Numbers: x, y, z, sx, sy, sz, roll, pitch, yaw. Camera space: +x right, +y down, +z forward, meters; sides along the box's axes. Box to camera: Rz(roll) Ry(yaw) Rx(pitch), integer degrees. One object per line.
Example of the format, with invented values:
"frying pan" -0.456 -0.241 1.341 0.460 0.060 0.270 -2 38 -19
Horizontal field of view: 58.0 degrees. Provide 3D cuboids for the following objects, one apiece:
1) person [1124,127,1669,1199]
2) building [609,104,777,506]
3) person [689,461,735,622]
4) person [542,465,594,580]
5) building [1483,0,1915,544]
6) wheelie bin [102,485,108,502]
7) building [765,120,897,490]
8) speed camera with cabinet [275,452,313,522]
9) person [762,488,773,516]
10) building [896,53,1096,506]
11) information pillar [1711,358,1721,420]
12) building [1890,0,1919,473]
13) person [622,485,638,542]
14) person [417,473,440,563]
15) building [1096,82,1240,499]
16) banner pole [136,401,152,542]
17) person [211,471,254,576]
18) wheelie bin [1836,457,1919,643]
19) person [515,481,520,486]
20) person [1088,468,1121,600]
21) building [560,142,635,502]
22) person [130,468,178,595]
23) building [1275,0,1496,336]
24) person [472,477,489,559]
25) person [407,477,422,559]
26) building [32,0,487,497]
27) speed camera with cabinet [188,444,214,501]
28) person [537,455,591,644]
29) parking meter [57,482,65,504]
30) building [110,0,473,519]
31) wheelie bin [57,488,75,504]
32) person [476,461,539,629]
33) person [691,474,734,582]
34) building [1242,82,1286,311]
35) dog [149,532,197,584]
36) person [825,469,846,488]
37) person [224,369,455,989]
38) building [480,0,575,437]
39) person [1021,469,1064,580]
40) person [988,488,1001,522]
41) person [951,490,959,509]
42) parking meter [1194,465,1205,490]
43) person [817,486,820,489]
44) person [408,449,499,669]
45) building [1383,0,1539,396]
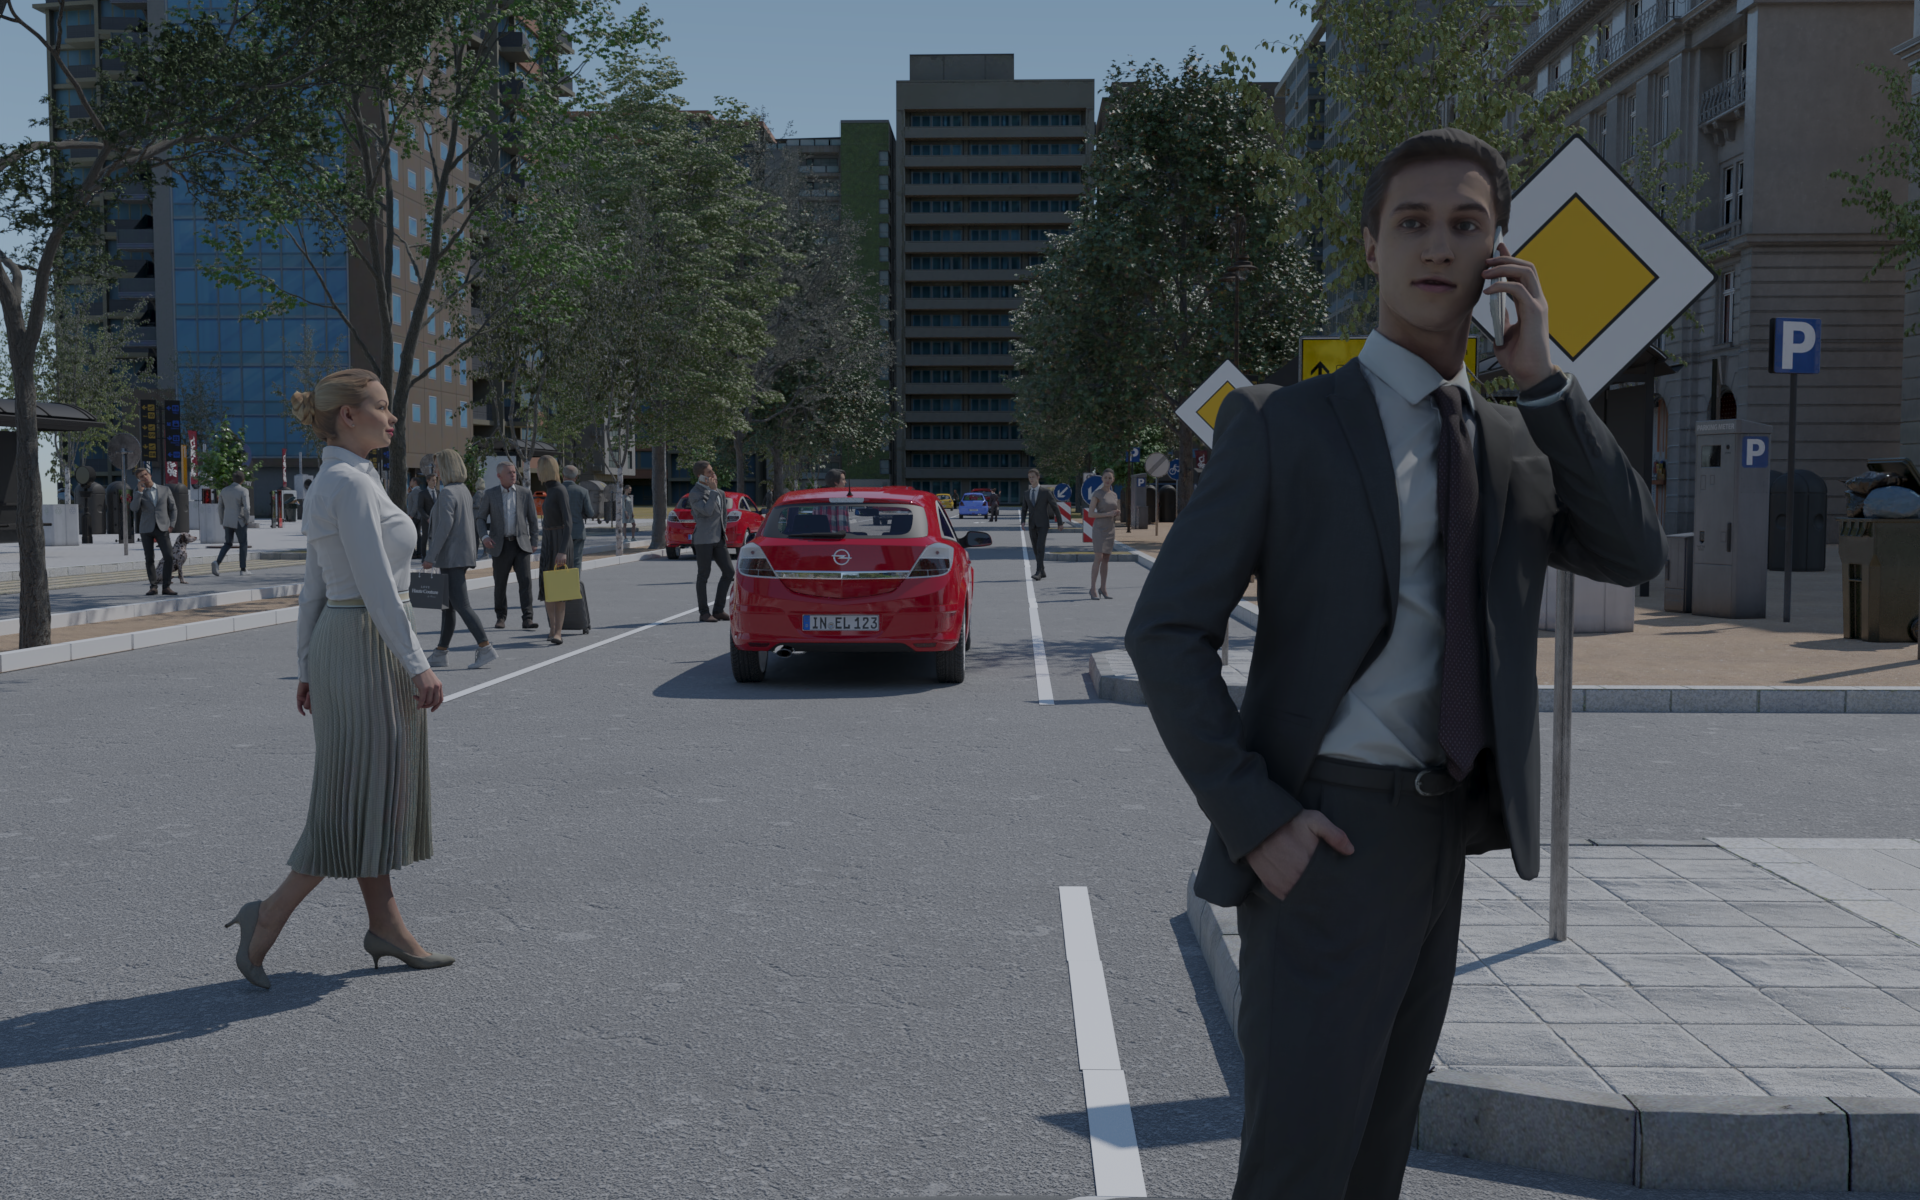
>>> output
"person" 0.579 0.342 2.264 0.648 1.900 0.474 -3 4 -36
"building" -35.678 -33.216 197.700 28.867 44.769 22.147 0 4 2
"person" -2.773 -0.657 19.426 0.473 1.802 0.592 3 4 37
"person" -5.048 -0.836 22.345 0.661 1.801 0.590 -1 4 -10
"building" 26.247 -13.033 54.894 13.314 21.916 24.055 0 4 2
"wheelie bin" -30.946 -3.359 62.833 0.980 1.594 0.693 0 4 7
"building" -14.189 -31.137 192.689 14.086 41.232 14.154 0 4 2
"speed camera with cabinet" -31.211 -5.303 81.047 0.660 3.252 2.038 2 4 24
"person" -9.072 -4.570 82.992 0.755 1.850 0.659 -1 4 -20
"building" 4.064 -34.932 194.846 21.600 48.544 21.300 0 4 2
"information pillar" 13.122 -2.372 30.139 0.183 3.616 0.504 2 4 31
"building" 32.858 -14.349 31.872 25.104 27.353 12.463 0 4 2
"person" -9.930 -2.582 51.715 0.522 1.701 0.512 1 4 17
"person" -10.719 -1.652 35.288 0.755 1.850 0.659 3 4 37
"building" 22.388 -33.114 191.527 14.200 45.320 14.600 0 4 2
"banner pole" -22.072 -3.483 46.968 0.401 3.779 0.863 0 4 -3
"person" -12.712 -1.342 30.285 0.661 1.843 0.795 1 4 18
"wheelie bin" 8.105 -0.441 15.126 0.693 1.594 0.980 0 4 -2
"person" -13.730 -2.762 53.429 0.659 1.850 0.755 0 4 3
"person" 1.978 -0.903 23.612 0.599 1.781 0.374 -3 5 -40
"building" -35.014 -22.815 144.718 14.107 30.474 14.160 0 4 2
"person" -11.409 -0.971 24.555 0.592 1.802 0.473 -1 4 -11
"building" 38.717 -27.181 136.295 32.217 40.220 23.993 0 4 2
"person" -10.679 -1.805 38.200 0.526 1.800 0.537 -1 4 -8
"person" -12.067 -1.807 38.231 0.473 1.802 0.592 1 4 9
"building" -56.897 -29.766 141.304 28.867 44.769 22.147 0 4 2
"speed camera with cabinet" -30.420 -4.526 68.333 2.038 3.252 0.660 2 4 25
"person" -3.891 -0.506 16.995 0.699 1.804 1.509 0 4 4
"parking meter" -43.787 -4.819 84.502 0.255 1.863 0.399 2 4 35
"building" -36.302 -27.262 95.840 14.600 45.320 14.200 0 4 2
"wheelie bin" -31.264 -3.231 60.734 0.693 1.594 0.980 -2 4 -28
"person" -4.743 -0.576 18.315 0.661 1.777 0.834 -2 4 -32
"person" -3.978 -1.169 28.014 0.661 1.777 0.834 -3 5 -44
"building" 36.598 -33.119 191.605 14.200 45.320 14.600 0 4 2
"dog" -12.692 -0.664 27.687 0.800 0.831 0.513 1 4 14
"person" -1.503 -0.650 19.962 0.643 1.720 0.563 -3 5 -42
"person" -1.825 0.224 5.071 0.641 1.798 0.478 -1 4 -18
"building" -38.896 -28.330 117.815 22.147 44.769 28.867 0 4 2
"person" 1.282 -1.256 28.810 0.659 1.850 0.755 2 4 30
"person" 1.784 -4.903 89.460 0.445 1.727 0.742 2 4 30
"person" -0.484 -9.459 163.295 0.705 1.807 1.348 -3 4 -37
"parking meter" 5.394 -2.021 38.754 0.255 1.863 0.399 -1 4 -9
"person" -6.775 -4.527 82.505 0.713 1.824 0.794 2 4 31
"person" -4.167 -0.337 14.197 0.728 1.800 0.709 0 4 6
"building" 26.063 -15.178 77.038 11.050 23.489 19.941 0 4 2
